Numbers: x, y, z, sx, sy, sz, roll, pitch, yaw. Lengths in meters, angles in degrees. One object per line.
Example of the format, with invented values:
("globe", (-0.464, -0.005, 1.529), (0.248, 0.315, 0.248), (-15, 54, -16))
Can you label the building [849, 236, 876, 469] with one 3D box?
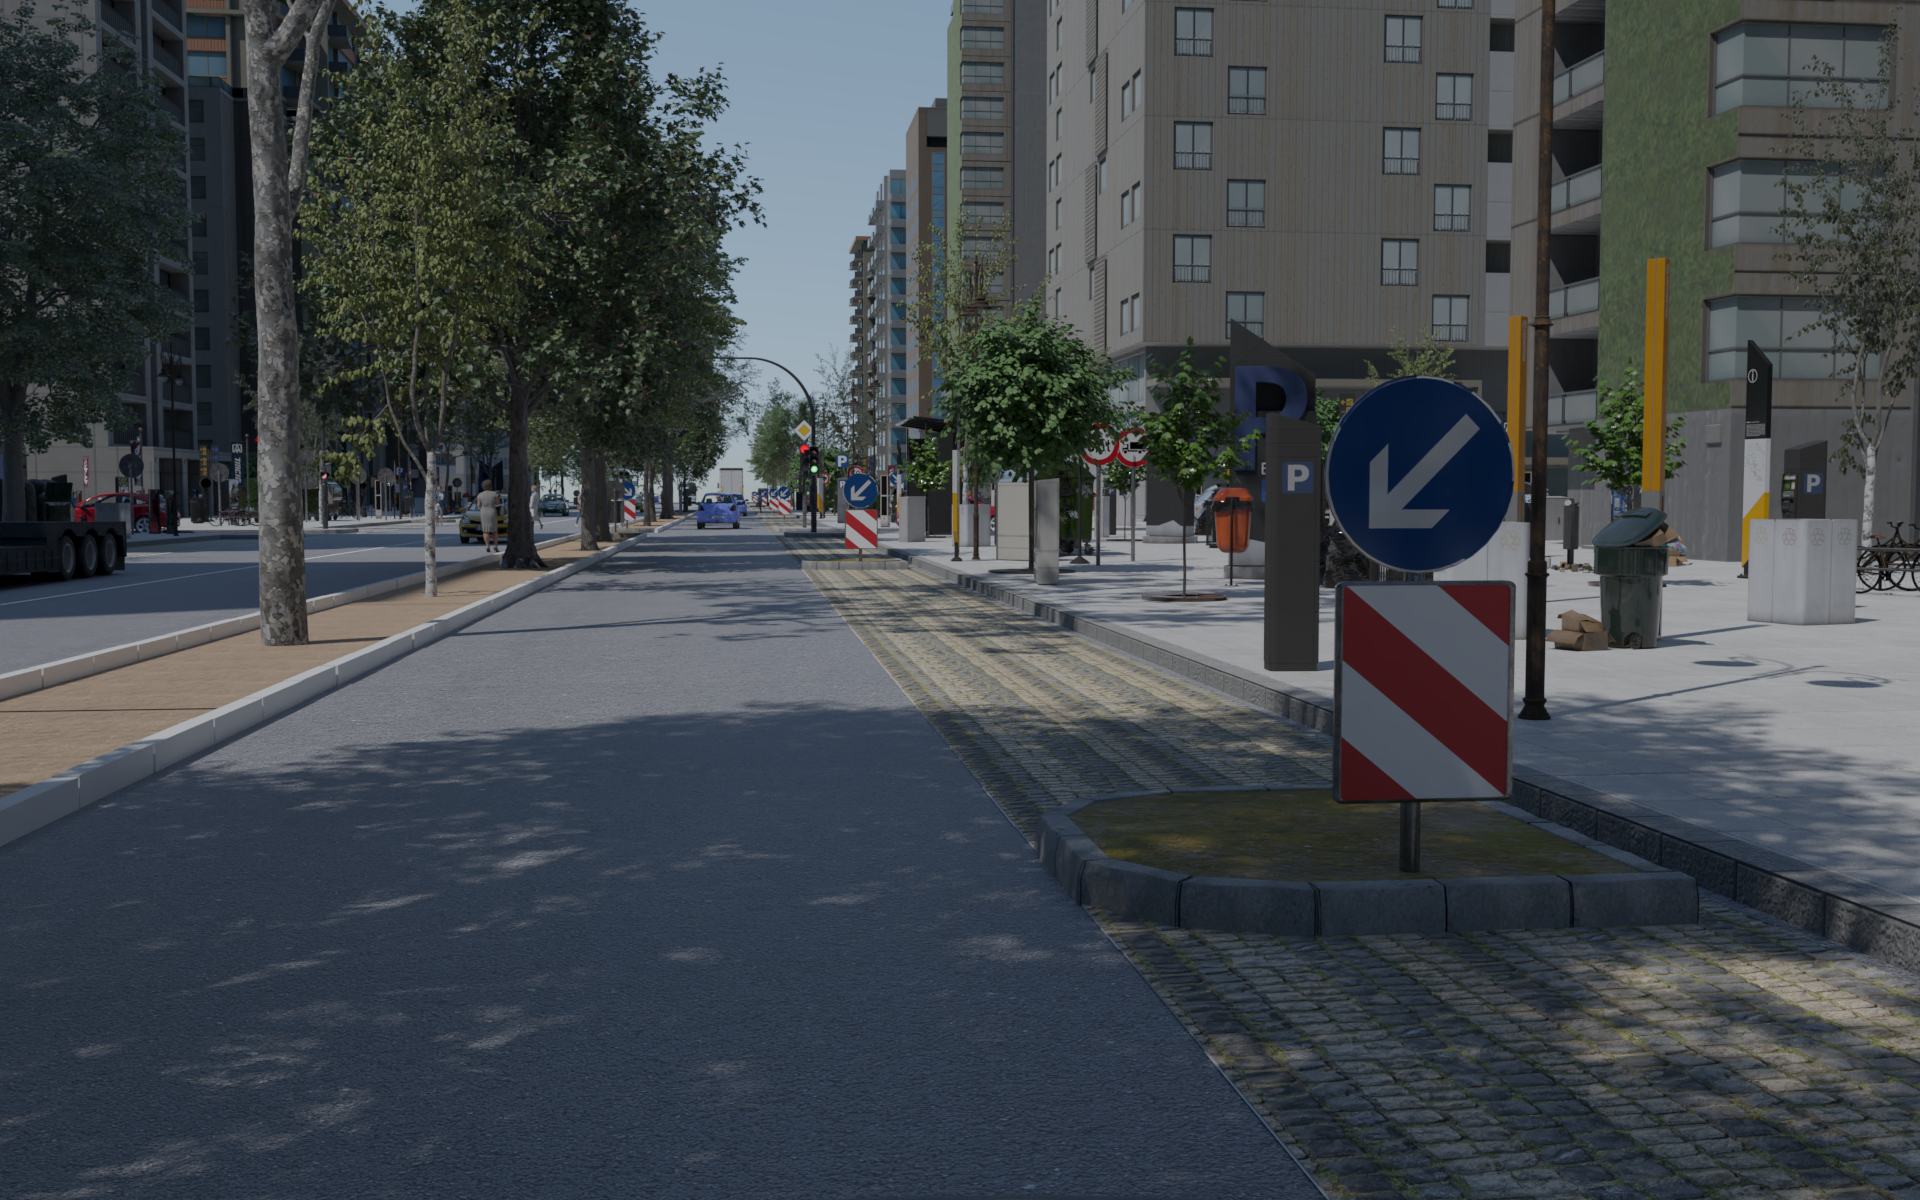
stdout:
("building", (-6.974, -38.695, 287.292), (22.147, 44.769, 28.867), (0, 4, -7))

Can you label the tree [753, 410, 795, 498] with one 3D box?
("tree", (-25.380, -19.239, 232.691), (7.486, 12.596, 7.792), (0, 3, 0))

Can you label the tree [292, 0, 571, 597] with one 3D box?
("tree", (-7.398, -4.352, 23.978), (4.737, 8.622, 4.395), (0, 3, 0))

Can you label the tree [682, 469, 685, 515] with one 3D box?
("tree", (-18.124, -9.354, 105.751), (4.737, 8.622, 4.395), (0, 3, 0))

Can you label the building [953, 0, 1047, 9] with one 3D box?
("building", (6.226, -27.575, 134.454), (14.154, 41.232, 14.086), (0, 4, -7))

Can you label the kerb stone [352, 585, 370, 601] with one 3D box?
("kerb stone", (-8.176, -0.074, 23.407), (0.120, 0.150, 1.000), (0, 4, -7))

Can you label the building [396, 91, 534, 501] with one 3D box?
("building", (-72.967, -42.976, 244.649), (21.231, 58.520, 28.212), (0, 4, -7))

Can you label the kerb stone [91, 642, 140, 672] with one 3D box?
("kerb stone", (-7.006, 0.486, 14.259), (0.120, 0.150, 1.000), (0, 4, -7))

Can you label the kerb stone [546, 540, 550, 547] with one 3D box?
("kerb stone", (-11.033, -1.442, 45.785), (0.120, 0.150, 1.000), (0, 4, -7))

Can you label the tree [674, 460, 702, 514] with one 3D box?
("tree", (-20.374, -10.583, 125.853), (4.360, 8.622, 3.978), (0, 3, 0))

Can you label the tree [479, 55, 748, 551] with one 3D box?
("tree", (-9.169, -7.472, 42.754), (7.486, 12.596, 7.792), (0, 3, 0))

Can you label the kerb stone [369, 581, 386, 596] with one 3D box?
("kerb stone", (-8.301, -0.136, 24.427), (0.120, 0.150, 1.000), (0, 4, -7))

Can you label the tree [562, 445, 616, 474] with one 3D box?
("tree", (-42.564, -16.108, 197.780), (8.767, 10.594, 7.601), (-1, 4, -17))

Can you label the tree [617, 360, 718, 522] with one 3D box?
("tree", (-15.799, -9.780, 88.116), (9.928, 11.665, 9.643), (0, 3, 0))

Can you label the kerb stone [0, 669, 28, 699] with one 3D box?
("kerb stone", (-6.746, 0.610, 12.228), (0.120, 0.150, 1.000), (0, 4, -7))

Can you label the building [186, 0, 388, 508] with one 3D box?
("building", (-62.256, -30.195, 148.319), (22.147, 44.769, 28.867), (0, 4, -7))

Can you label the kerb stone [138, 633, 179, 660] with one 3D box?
("kerb stone", (-7.133, 0.427, 15.273), (0.120, 0.150, 1.000), (0, 4, -7))

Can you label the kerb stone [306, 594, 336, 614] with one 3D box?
("kerb stone", (-7.911, 0.050, 21.374), (0.120, 0.150, 1.000), (0, 4, -7))

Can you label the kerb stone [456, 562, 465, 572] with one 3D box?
("kerb stone", (-9.213, -0.569, 31.554), (0.120, 0.150, 1.000), (0, 4, -7))

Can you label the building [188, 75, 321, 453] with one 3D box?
("building", (-54.512, -21.486, 122.992), (14.160, 30.474, 14.107), (0, 4, -7))

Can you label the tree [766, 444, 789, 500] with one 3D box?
("tree", (-19.601, -15.004, 195.674), (4.360, 8.622, 3.978), (0, 3, 0))

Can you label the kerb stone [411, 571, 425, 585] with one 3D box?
("kerb stone", (-8.686, -0.324, 27.488), (0.120, 0.150, 1.000), (0, 4, -7))

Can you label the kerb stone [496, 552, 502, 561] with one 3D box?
("kerb stone", (-9.863, -0.883, 36.634), (0.120, 0.150, 1.000), (0, 4, -7))

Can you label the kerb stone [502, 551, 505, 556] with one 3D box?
("kerb stone", (-9.989, -0.945, 37.654), (0.120, 0.150, 1.000), (0, 4, -7))

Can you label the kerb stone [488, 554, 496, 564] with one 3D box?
("kerb stone", (-9.735, -0.821, 35.617), (0.120, 0.150, 1.000), (0, 4, -7))

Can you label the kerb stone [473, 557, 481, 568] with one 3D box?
("kerb stone", (-9.471, -0.697, 33.589), (0.120, 0.150, 1.000), (0, 4, -7))

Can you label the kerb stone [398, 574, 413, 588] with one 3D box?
("kerb stone", (-8.557, -0.260, 26.462), (0.120, 0.150, 1.000), (0, 4, -7))

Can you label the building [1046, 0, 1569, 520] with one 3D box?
("building", (20.011, -31.101, 97.746), (27.495, 52.752, 28.713), (0, 4, -7))

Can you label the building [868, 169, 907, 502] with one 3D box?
("building", (-1.942, -38.950, 256.443), (23.786, 49.044, 30.456), (0, 4, -7))

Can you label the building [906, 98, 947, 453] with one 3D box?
("building", (1.422, -33.474, 197.416), (14.600, 45.320, 14.200), (0, 4, -7))

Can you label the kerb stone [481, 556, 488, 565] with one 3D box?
("kerb stone", (-9.610, -0.754, 34.602), (0.120, 0.150, 1.000), (0, 4, -7))

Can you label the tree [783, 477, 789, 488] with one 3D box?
("tree", (-16.862, -11.059, 175.414), (1.663, 3.219, 1.824), (0, 3, 0))

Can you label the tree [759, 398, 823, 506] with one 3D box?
("tree", (-17.928, -15.879, 185.372), (9.928, 11.665, 9.643), (0, 3, 0))

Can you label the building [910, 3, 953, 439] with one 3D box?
("building", (7.530, -52.693, 174.194), (22.319, 86.520, 31.000), (0, 4, -7))

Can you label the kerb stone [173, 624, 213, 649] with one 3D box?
("kerb stone", (-7.261, 0.362, 16.288), (0.120, 0.150, 1.000), (0, 4, -7))

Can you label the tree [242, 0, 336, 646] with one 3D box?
("tree", (-5.081, -9.587, 15.093), (12.611, 20.169, 13.585), (0, 3, 0))

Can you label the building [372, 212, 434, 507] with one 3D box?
("building", (-60.412, -24.420, 170.966), (14.160, 30.474, 14.107), (0, 4, -7))

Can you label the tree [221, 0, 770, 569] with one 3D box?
("tree", (-8.486, -6.946, 33.039), (9.611, 12.733, 9.660), (0, 3, 0))

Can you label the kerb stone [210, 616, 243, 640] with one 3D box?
("kerb stone", (-7.391, 0.299, 17.304), (0.120, 0.150, 1.000), (0, 4, -7))

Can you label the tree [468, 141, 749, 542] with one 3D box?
("tree", (-10.735, -8.699, 51.338), (9.857, 13.997, 8.962), (0, 3, 0))

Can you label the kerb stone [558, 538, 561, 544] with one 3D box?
("kerb stone", (-11.421, -1.628, 48.829), (0.120, 0.150, 1.000), (0, 4, -7))

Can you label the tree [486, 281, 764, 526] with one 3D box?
("tree", (-13.916, -10.009, 76.479), (12.009, 13.543, 11.850), (0, 3, 0))

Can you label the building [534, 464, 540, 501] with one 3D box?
("building", (-72.836, -30.288, 266.910), (14.160, 30.474, 14.107), (0, 4, -7))

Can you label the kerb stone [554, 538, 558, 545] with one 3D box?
("kerb stone", (-11.291, -1.567, 47.815), (0.120, 0.150, 1.000), (0, 4, -7))

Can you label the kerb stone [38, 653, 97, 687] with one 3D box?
("kerb stone", (-6.871, 0.548, 13.243), (0.120, 0.150, 1.000), (0, 4, -7))

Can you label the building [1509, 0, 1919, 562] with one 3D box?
("building", (20.548, -21.740, 39.038), (14.154, 41.232, 14.086), (0, 4, -7))

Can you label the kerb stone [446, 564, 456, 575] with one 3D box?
("kerb stone", (-9.083, -0.510, 30.540), (0.120, 0.150, 1.000), (0, 4, -7))

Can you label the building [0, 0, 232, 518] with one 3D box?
("building", (-53.084, -40.255, 96.415), (20.563, 71.187, 20.611), (0, 4, -7))

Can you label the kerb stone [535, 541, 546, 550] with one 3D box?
("kerb stone", (-10.894, -1.381, 44.770), (0.120, 0.150, 1.000), (0, 4, -7))

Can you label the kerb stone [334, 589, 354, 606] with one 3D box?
("kerb stone", (-8.037, -0.008, 22.391), (0.120, 0.150, 1.000), (0, 4, -7))

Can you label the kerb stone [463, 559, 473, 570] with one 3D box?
("kerb stone", (-9.339, -0.635, 32.576), (0.120, 0.150, 1.000), (0, 4, -7))

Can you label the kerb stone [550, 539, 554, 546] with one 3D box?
("kerb stone", (-11.153, -1.505, 46.802), (0.120, 0.150, 1.000), (0, 4, -7))

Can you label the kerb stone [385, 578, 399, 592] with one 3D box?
("kerb stone", (-8.440, -0.198, 25.445), (0.120, 0.150, 1.000), (0, 4, -7))

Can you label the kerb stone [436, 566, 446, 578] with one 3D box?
("kerb stone", (-8.955, -0.448, 29.526), (0.120, 0.150, 1.000), (0, 4, -7))

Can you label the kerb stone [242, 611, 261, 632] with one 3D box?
("kerb stone", (-7.522, 0.244, 18.318), (0.120, 0.150, 1.000), (0, 4, -7))

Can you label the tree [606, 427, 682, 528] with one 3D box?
("tree", (-13.328, -7.026, 67.690), (4.737, 8.622, 4.395), (0, 3, 0))

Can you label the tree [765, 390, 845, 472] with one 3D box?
("tree", (-13.924, -13.454, 154.393), (7.601, 10.594, 8.767), (1, 4, 12))
